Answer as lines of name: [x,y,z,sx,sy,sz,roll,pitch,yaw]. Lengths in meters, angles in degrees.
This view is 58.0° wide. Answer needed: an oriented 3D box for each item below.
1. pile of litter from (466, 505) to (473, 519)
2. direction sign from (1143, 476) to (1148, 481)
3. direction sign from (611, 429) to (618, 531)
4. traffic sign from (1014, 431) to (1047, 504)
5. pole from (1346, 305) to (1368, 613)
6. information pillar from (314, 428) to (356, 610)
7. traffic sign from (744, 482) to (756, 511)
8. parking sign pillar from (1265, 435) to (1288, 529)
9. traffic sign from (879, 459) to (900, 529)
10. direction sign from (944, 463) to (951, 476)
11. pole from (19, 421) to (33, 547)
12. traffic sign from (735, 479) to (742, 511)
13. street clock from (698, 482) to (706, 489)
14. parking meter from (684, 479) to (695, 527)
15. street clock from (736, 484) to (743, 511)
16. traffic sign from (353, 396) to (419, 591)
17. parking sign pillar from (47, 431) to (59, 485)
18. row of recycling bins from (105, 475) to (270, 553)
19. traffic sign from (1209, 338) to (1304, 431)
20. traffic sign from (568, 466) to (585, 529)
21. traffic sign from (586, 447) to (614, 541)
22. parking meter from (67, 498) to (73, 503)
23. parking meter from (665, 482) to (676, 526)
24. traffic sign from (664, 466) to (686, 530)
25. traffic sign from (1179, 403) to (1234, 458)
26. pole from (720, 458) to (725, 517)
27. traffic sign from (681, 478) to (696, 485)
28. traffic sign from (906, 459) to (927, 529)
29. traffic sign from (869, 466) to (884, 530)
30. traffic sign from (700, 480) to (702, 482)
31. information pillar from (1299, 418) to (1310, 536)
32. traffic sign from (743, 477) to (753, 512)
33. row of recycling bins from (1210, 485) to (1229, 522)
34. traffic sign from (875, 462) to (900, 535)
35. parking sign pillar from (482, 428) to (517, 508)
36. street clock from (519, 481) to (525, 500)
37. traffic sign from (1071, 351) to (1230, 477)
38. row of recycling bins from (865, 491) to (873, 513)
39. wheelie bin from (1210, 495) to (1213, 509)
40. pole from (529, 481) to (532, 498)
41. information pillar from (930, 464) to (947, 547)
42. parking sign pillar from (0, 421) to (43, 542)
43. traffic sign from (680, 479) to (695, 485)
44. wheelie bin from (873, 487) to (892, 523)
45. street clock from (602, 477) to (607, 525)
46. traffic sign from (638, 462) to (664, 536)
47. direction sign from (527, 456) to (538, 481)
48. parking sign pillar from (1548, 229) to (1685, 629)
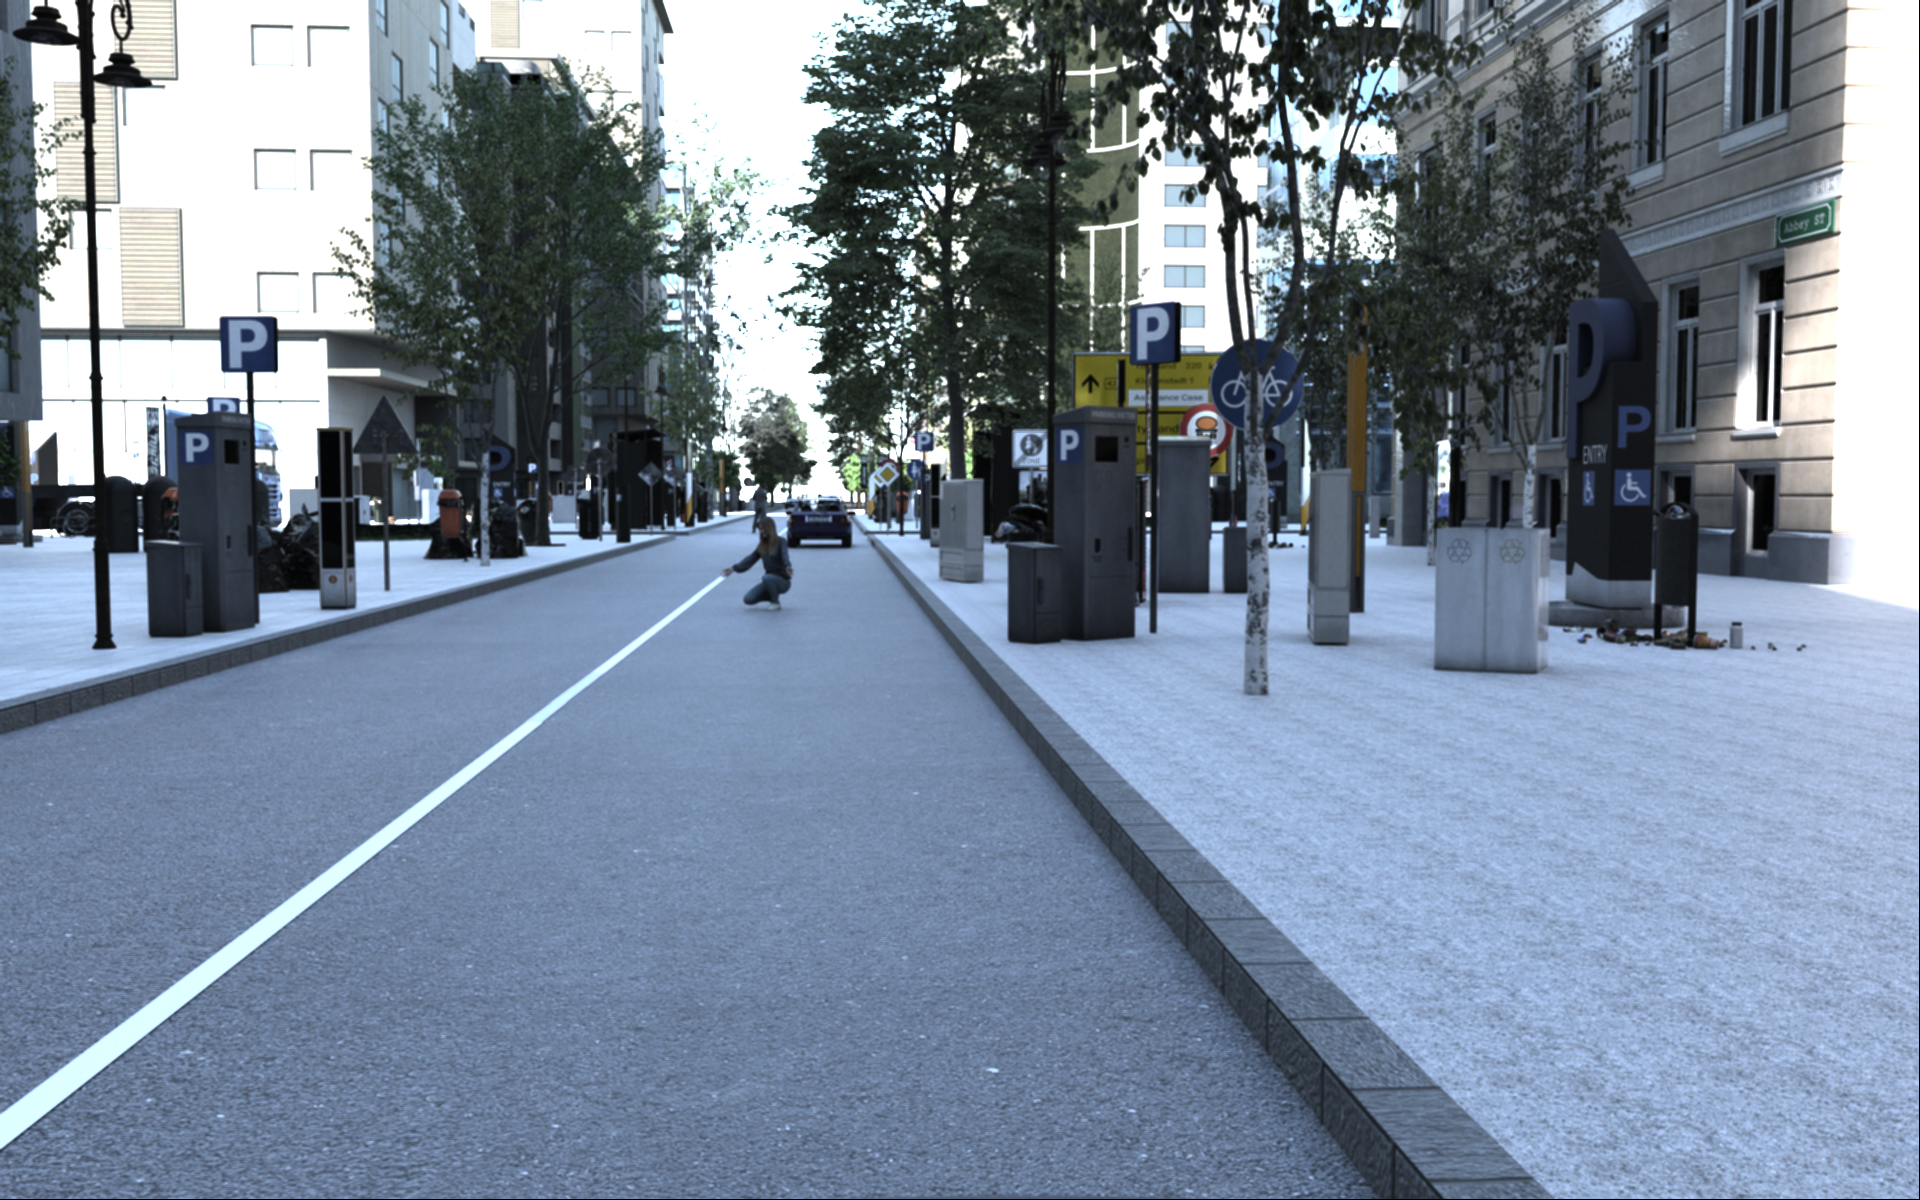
pile of litter: [-24.585,-4.508,87.678,1.719,0.858,1.176,2,4,23]
direction sign: [11.392,-7.135,108.661,0.876,3.537,0.379,0,4,-8]
direction sign: [-12.044,-4.192,60.542,0.379,3.537,0.876,-1,4,-20]
traffic sign: [1.137,-1.558,27.604,0.606,2.300,0.079,0,4,0]
pole: [4.275,-1.520,18.699,0.158,3.312,0.155,0,3,0]
information pillar: [-6.946,-0.906,19.297,0.304,2.012,0.304,0,4,1]
traffic sign: [-15.709,-7.932,129.696,0.884,2.594,0.081,0,4,2]
parking sign pillar: [11.520,-4.656,64.601,1.447,3.967,1.447,-1,4,-11]
traffic sign: [-2.579,-3.853,63.104,0.768,2.556,0.104,0,4,-1]
direction sign: [-0.744,-8.170,125.571,0.876,3.537,0.379,1,4,14]
pole: [-22.490,-2.928,41.709,0.158,3.312,0.155,0,3,0]
traffic sign: [-16.916,-8.023,131.287,0.768,2.556,0.104,0,4,-2]
street clock: [-15.533,-6.105,104.389,0.471,2.002,0.358,1,4,14]
parking meter: [-10.674,-3.825,68.247,0.399,1.863,0.255,0,4,1]
street clock: [-16.426,-7.613,129.049,0.358,2.002,0.471,3,4,38]
traffic sign: [-7.608,-1.402,22.934,0.884,2.594,0.081,0,4,-1]
parking sign pillar: [-38.987,-5.216,73.752,1.447,3.967,1.447,1,4,8]
row of recycling bins: [-17.286,-1.928,38.633,3.534,1.692,1.069,-2,4,-31]
traffic sign: [2.432,-0.867,14.287,0.768,2.556,0.104,0,4,2]
traffic sign: [-13.886,-3.704,62.697,0.606,2.300,0.079,0,4,-4]
traffic sign: [-9.802,-2.879,47.184,0.768,2.556,0.104,0,4,2]
parking meter: [-31.465,-3.217,61.014,0.372,1.533,0.369,0,3,0]
parking meter: [-11.583,-3.890,69.308,0.399,1.863,0.255,0,4,-8]
traffic sign: [-10.058,-3.515,61.115,0.795,2.450,0.064,0,4,-4]
traffic sign: [3.440,-1.478,24.276,0.768,2.556,0.104,0,4,1]
pole: [-13.943,-6.574,101.324,0.158,3.312,0.155,0,3,0]
traffic sign: [-15.947,-6.229,101.840,0.884,2.594,0.081,0,4,2]
traffic sign: [-1.586,-3.895,63.793,0.768,2.556,0.104,0,4,1]
traffic sign: [-2.832,-3.546,61.625,0.795,2.450,0.064,0,4,-4]
traffic sign: [-16.813,-6.991,114.407,0.768,2.556,0.104,0,4,2]
information pillar: [10.658,-3.795,53.404,0.183,3.616,0.504,2,4,34]
traffic sign: [-15.521,-7.746,126.745,0.768,2.556,0.104,0,4,5]
row of recycling bins: [11.012,-4.449,79.860,3.534,1.692,1.069,-3,5,-39]
traffic sign: [-2.246,-3.059,53.661,0.795,2.450,0.064,0,4,-4]
parking sign pillar: [-18.477,-4.948,69.370,1.447,3.967,1.447,0,4,-1]
street clock: [-24.054,-5.539,95.127,0.358,2.002,0.471,-1,4,-17]
traffic sign: [2.727,-1.893,24.830,2.265,3.308,0.079,0,4,2]
row of recycling bins: [-5.513,-6.524,113.775,1.069,1.692,3.534,1,4,9]
wheelie bin: [7.127,-2.688,51.864,0.693,1.594,0.980,-3,5,-42]
pole: [-27.478,-7.158,110.880,0.158,3.312,0.155,0,3,0]
information pillar: [-0.520,-2.287,41.892,0.304,2.012,0.304,2,4,31]
parking sign pillar: [-25.406,-3.539,46.331,1.447,3.967,1.447,-1,4,-21]
traffic sign: [-15.206,-5.900,96.463,0.884,2.594,0.081,0,4,-1]
wheelie bin: [-3.432,-4.261,77.568,0.693,1.594,0.980,2,4,33]
street clock: [-14.855,-4.107,71.715,0.471,2.002,0.358,1,4,9]
traffic sign: [-9.472,-3.028,53.151,0.795,2.450,0.064,0,4,-4]
direction sign: [-25.397,-6.807,103.298,0.876,3.537,0.379,1,4,11]
parking sign pillar: [6.411,-1.749,17.066,1.447,3.967,1.447,0,4,2]
